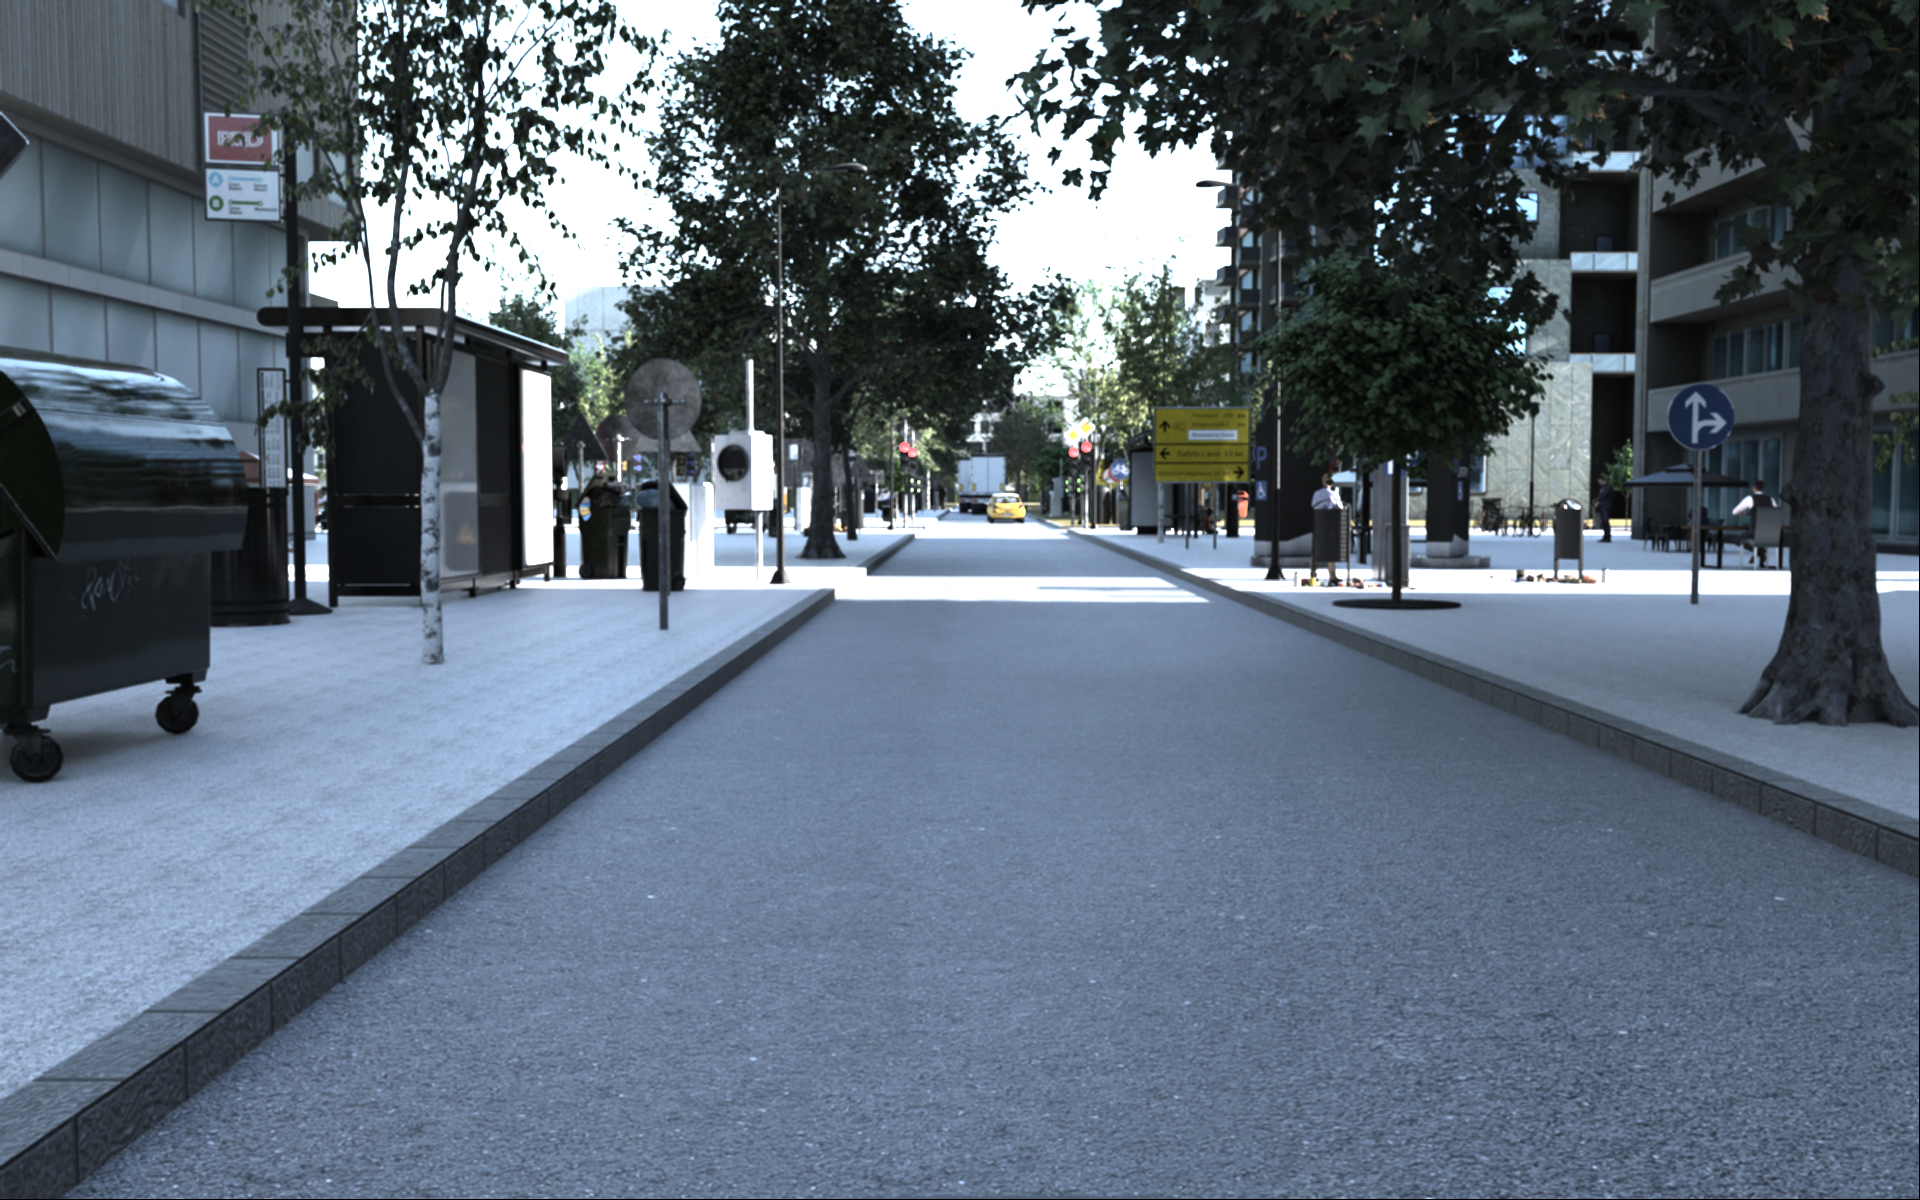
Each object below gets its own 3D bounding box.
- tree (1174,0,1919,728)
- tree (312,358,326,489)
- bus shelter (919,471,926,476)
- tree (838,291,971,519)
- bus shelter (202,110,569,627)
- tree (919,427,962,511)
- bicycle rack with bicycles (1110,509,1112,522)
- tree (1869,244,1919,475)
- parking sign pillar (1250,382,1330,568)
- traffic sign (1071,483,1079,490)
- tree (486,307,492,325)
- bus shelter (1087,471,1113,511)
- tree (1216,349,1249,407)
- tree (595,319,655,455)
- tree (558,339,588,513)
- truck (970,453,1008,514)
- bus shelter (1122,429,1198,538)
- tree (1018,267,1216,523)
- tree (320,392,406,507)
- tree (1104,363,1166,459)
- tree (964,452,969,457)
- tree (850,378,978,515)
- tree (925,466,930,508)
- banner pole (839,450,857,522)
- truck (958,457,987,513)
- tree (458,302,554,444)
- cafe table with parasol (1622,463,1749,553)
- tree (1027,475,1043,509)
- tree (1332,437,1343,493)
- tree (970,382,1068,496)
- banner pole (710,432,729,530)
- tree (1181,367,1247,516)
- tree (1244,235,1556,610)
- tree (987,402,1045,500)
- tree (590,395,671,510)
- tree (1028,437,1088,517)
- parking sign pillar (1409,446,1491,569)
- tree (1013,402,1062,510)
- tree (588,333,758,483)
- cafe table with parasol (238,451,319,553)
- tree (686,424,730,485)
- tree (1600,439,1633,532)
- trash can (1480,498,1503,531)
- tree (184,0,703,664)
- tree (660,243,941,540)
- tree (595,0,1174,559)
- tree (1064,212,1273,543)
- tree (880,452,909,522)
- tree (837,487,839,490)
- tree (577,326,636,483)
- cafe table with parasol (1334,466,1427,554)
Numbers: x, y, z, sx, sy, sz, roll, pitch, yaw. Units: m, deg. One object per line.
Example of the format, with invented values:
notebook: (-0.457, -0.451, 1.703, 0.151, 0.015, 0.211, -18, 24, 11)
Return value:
tree: (4.908, -5.663, 9.596, 9.611, 12.733, 9.660, 0, 3, 0)
tree: (-26.682, -7.584, 74.354, 4.737, 8.622, 4.395, 0, 3, 0)
bus shelter: (-3.845, -9.003, 141.121, 2.014, 3.302, 5.546, 0, 4, 0)
tree: (-3.756, -10.489, 89.615, 7.486, 12.596, 7.792, 0, 3, 0)
bus shelter: (-6.813, -2.647, 20.911, 2.179, 5.291, 8.768, 0, 4, 0)
tree: (-2.778, -11.078, 131.489, 4.737, 8.622, 4.395, 0, 3, 0)
bicycle rack with bicycles: (8.415, -4.249, 82.845, 2.852, 0.926, 2.925, 1, 4, 12)
tree: (12.229, -4.276, 20.274, 4.737, 8.622, 4.395, 0, 3, 0)
parking sign pillar: (5.886, -2.581, 30.671, 1.447, 3.967, 1.447, -2, 4, -24)
traffic sign: (8.827, -7.837, 122.002, 2.265, 3.308, 0.079, 0, 4, 3)
tree: (-24.568, -11.072, 98.039, 9.611, 12.733, 9.660, 0, 3, 0)
bus shelter: (8.968, -7.195, 111.560, 2.014, 3.302, 5.546, 0, 4, 0)
tree: (15.154, -11.445, 112.886, 9.928, 11.665, 9.643, 0, 3, 0)
tree: (-13.578, -9.088, 82.997, 8.767, 10.594, 7.601, 1, 4, 13)
tree: (-25.885, -11.701, 117.059, 9.928, 11.665, 9.643, 0, 3, 0)
truck: (2.043, -8.324, 125.009, 2.839, 4.237, 11.283, 0, 4, 1)
bus shelter: (6.139, -3.585, 52.539, 2.014, 3.302, 5.546, 0, 4, 0)
tree: (6.169, -9.319, 78.126, 9.928, 11.665, 9.643, 0, 3, 0)
tree: (-53.201, -14.420, 137.596, 18.604, 14.587, 13.155, -3, 5, -41)
tree: (15.134, -13.644, 141.205, 7.486, 12.596, 7.792, 0, 3, 0)
tree: (-1.418, -15.062, 196.629, 4.737, 8.622, 4.395, 0, 3, 0)
tree: (-3.187, -12.089, 104.306, 9.857, 13.997, 8.962, 0, 3, 0)
tree: (-4.304, -18.241, 154.128, 12.611, 20.169, 13.585, 0, 3, 0)
banner pole: (-5.134, -5.473, 79.505, 0.863, 3.779, 0.401, 0, 4, -2)
truck: (1.187, -9.024, 136.459, 2.839, 4.237, 11.283, 0, 4, 1)
tree: (-23.190, -9.161, 84.193, 7.601, 10.594, 8.767, 2, 4, 27)
cafe table with parasol: (16.052, -2.049, 38.366, 2.610, 1.966, 2.610, 1, 4, 21)
tree: (6.761, -9.494, 149.828, 1.663, 3.219, 1.824, 0, 3, 0)
tree: (16.680, -7.766, 77.343, 4.360, 8.622, 3.978, 0, 3, 0)
tree: (5.995, -16.449, 179.318, 12.009, 13.543, 11.850, 0, 3, 0)
banner pole: (-8.568, -4.362, 61.340, 0.863, 3.779, 0.401, -1, 4, -16)
tree: (14.631, -9.102, 99.185, 4.360, 8.622, 3.978, 0, 3, 0)
tree: (5.006, -2.213, 19.889, 4.285, 4.588, 4.351, 0, 3, 0)
tree: (7.211, -17.824, 209.553, 7.486, 12.596, 7.792, 0, 3, 0)
tree: (-25.147, -13.258, 134.901, 7.486, 12.596, 7.792, 0, 3, 0)
tree: (5.617, -7.081, 99.487, 4.285, 4.588, 4.351, 0, 3, 0)
parking sign pillar: (8.581, -2.563, 30.370, 1.447, 3.967, 1.447, 2, 4, 31)
tree: (6.317, -11.414, 136.980, 4.360, 8.622, 3.978, 0, 3, 0)
tree: (-13.920, -10.149, 91.695, 9.928, 11.665, 9.643, 0, 3, 0)
cafe table with parasol: (-11.476, -1.401, 27.776, 2.610, 1.966, 2.610, -3, 5, -41)
tree: (-15.897, -9.635, 107.890, 4.737, 8.622, 4.395, 0, 3, 0)
tree: (23.097, -3.979, 59.655, 1.663, 3.219, 1.824, 0, 3, 0)
trash can: (18.483, -2.972, 60.248, 0.748, 1.137, 0.748, 0, 3, 0)
tree: (-3.975, -3.837, 13.098, 4.360, 8.622, 3.978, 0, 3, 0)
tree: (-3.139, -6.974, 48.439, 8.767, 10.594, 7.601, -2, 4, -25)
tree: (-2.687, -7.185, 34.485, 9.611, 12.733, 9.660, 0, 3, 0)
tree: (5.364, -5.801, 45.204, 4.737, 8.622, 4.395, 0, 3, 0)
tree: (-2.825, -5.140, 78.648, 1.663, 3.219, 1.824, 0, 3, 0)
tree: (-10.866, -11.642, 140.701, 4.737, 8.622, 4.395, 0, 3, 0)
tree: (-15.043, -7.696, 76.184, 4.737, 8.622, 4.395, 0, 3, 0)
cafe table with parasol: (8.860, -1.996, 37.494, 2.610, 1.966, 2.610, 2, 4, 28)
